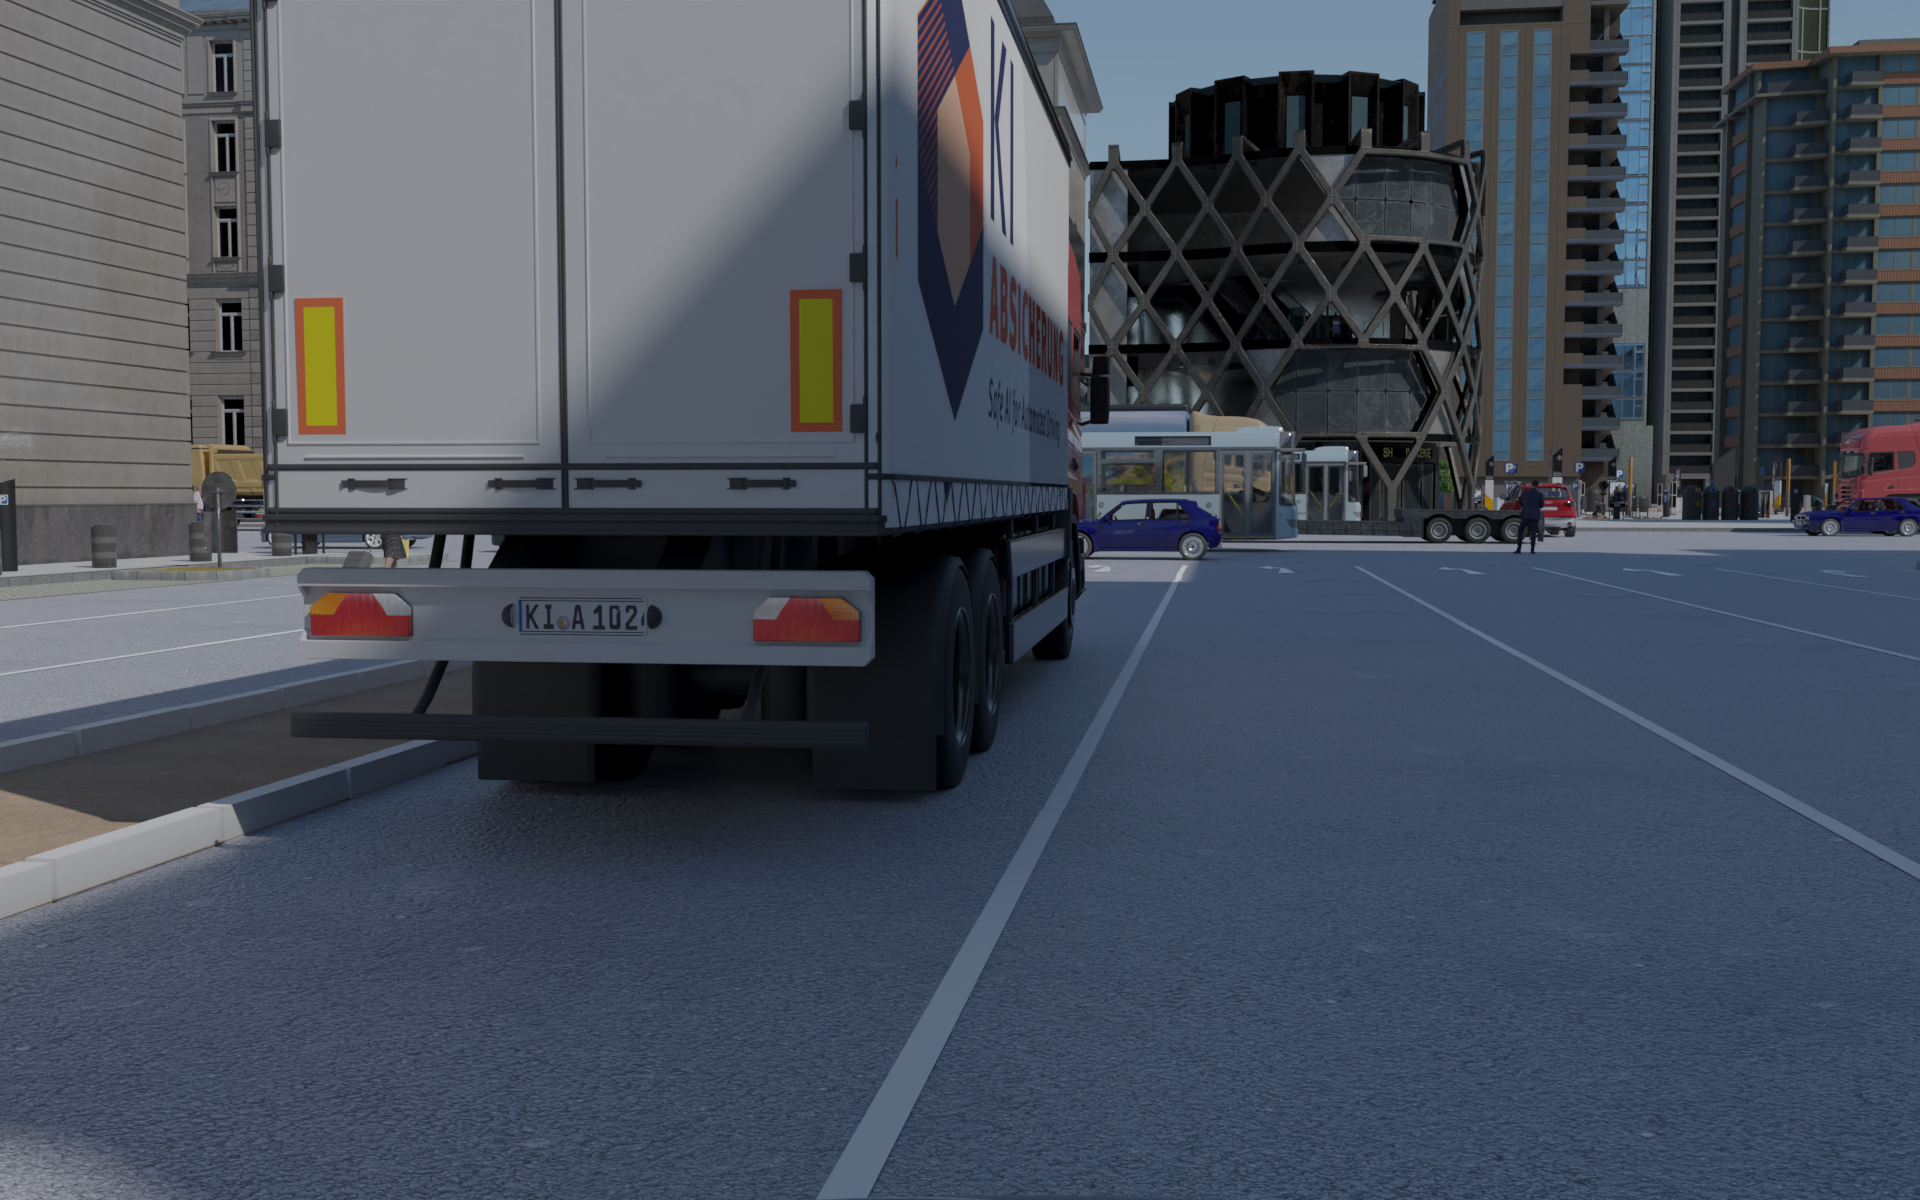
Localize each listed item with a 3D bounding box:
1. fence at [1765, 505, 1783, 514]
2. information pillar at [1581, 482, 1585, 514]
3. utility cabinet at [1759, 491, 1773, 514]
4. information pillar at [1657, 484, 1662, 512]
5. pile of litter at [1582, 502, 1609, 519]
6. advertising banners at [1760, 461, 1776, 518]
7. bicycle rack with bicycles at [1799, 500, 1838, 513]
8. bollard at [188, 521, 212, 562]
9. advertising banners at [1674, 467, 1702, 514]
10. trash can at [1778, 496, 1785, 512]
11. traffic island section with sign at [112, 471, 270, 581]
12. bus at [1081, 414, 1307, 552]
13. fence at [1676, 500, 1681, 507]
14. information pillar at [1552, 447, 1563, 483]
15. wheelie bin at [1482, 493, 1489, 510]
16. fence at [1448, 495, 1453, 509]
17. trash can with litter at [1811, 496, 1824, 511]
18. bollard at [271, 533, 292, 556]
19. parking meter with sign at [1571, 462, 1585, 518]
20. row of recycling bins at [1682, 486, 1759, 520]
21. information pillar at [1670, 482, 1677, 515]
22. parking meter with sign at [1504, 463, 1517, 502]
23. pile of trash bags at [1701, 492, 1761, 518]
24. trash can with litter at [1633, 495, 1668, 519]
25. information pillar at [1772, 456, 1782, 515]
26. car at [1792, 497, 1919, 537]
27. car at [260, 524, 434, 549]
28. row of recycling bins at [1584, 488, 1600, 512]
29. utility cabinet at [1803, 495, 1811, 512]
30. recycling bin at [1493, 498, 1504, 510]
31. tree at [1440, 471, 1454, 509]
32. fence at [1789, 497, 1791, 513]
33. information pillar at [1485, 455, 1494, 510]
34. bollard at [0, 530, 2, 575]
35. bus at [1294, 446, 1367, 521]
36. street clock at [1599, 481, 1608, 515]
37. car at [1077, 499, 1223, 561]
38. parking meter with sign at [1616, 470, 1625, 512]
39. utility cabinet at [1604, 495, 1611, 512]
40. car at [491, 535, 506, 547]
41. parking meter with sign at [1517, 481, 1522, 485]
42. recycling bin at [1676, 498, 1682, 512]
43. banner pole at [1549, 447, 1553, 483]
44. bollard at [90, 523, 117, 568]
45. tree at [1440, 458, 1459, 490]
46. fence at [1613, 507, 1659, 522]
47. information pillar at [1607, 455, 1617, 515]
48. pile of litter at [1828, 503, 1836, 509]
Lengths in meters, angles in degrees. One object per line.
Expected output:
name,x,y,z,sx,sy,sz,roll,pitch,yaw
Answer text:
fence,45.275,-4.946,96.249,0.278,0.683,2.069,-1,4,-10
information pillar,38.976,-6.374,108.699,0.304,2.012,0.304,-2,4,-24
utility cabinet,50.333,-6.094,108.308,0.318,1.500,1.173,-1,4,-10
information pillar,50.775,-7.411,125.668,0.304,2.012,0.304,2,4,25
pile of litter,33.150,-4.661,90.180,1.176,0.858,1.719,0,4,-6
advertising banners,42.579,-5.813,91.236,0.090,3.025,2.074,0,4,7
bicycle rack with bicycles,55.059,-6.028,111.946,2.852,0.926,2.925,2,4,24
bollard,-14.462,-1.117,32.972,0.404,0.777,0.398,0,3,0
advertising banners,46.612,-7.012,110.830,0.090,3.025,2.074,-3,5,-40
trash can,58.225,-6.811,123.017,0.748,1.137,0.748,0,3,0
traffic island section with sign,-12.914,-1.273,29.437,1.989,1.847,2.006,1,4,9
bus,2.761,-3.027,44.353,13.247,3.499,2.948,0,4,8
fence,47.466,-6.255,113.480,2.264,1.192,0.480,1,4,15
information pillar,29.451,-5.752,85.394,0.504,3.616,0.183,0,4,-3
wheelie bin,35.725,-6.683,117.180,0.693,1.594,0.980,0,4,7
fence,35.517,-6.928,124.470,0.480,1.192,2.264,0,4,-7
trash can with litter,45.096,-4.844,90.580,0.624,1.170,1.055,-3,5,-39
bollard,-14.038,-1.291,35.822,0.404,0.777,0.398,0,3,0
parking meter with sign,33.713,-6.029,94.829,0.543,3.016,1.738,2,4,32
row of recycling bins,37.527,-4.796,85.524,3.534,1.692,1.069,0,4,7
information pillar,43.390,-6.169,105.358,0.304,2.012,0.304,0,4,-1
parking meter with sign,31.052,-6.223,98.000,0.543,3.016,1.738,1,4,17
pile of trash bags,41.874,-5.169,94.266,3.447,1.369,1.912,2,4,33
trash can with litter,35.668,-4.787,89.329,2.233,1.210,1.678,-1,4,-14
information pillar,50.618,-7.087,107.230,0.183,3.616,0.504,-1,4,-19
car,30.665,-2.846,59.120,3.894,1.354,1.945,0,4,7
car,-16.245,-2.072,45.874,4.499,1.417,2.014,1,4,10
row of recycling bins,45.655,-7.215,125.079,1.069,1.692,3.534,1,4,14
utility cabinet,53.383,-5.992,109.131,0.306,1.237,1.020,1,4,19
recycling bin,39.100,-6.918,125.663,0.722,1.027,0.722,-1,4,-12
tree,36.911,-8.324,130.698,1.663,3.219,1.824,0,3,0
fence,55.766,-6.423,116.214,0.480,1.192,2.264,1,4,17
information pillar,31.529,-6.836,103.116,0.504,3.616,0.183,0,4,2
bollard,-15.329,-0.769,27.286,0.404,0.777,0.398,0,3,0
bus,8.584,-4.160,62.873,13.247,3.499,2.948,0,4,8
street clock,35.004,-5.484,94.240,0.471,2.002,0.358,-1,4,-22
car,3.848,-1.569,38.240,3.894,1.354,1.945,1,4,9
parking meter with sign,47.551,-7.814,124.025,0.543,3.016,1.738,0,4,-4
utility cabinet,45.482,-6.735,121.285,0.306,1.237,1.020,-1,4,-16
car,-9.436,-2.019,42.801,4.222,1.686,2.009,0,4,7
parking meter with sign,32.170,-6.350,100.080,0.543,3.016,1.738,3,4,36
recycling bin,50.024,-6.636,121.060,0.722,1.027,0.722,-2,4,-25
banner pole,31.659,-6.295,92.942,0.401,3.779,0.863,1,4,10
bollard,-14.897,-0.943,30.133,0.404,0.777,0.398,0,3,0
tree,38.435,-9.532,139.561,4.285,4.588,4.351,0,3,0
fence,31.427,-3.990,80.612,2.069,0.683,0.278,3,4,36
information pillar,39.576,-6.958,105.110,0.504,3.616,0.183,2,4,26
pile of litter,61.260,-6.471,119.769,1.719,0.858,1.176,3,4,37
